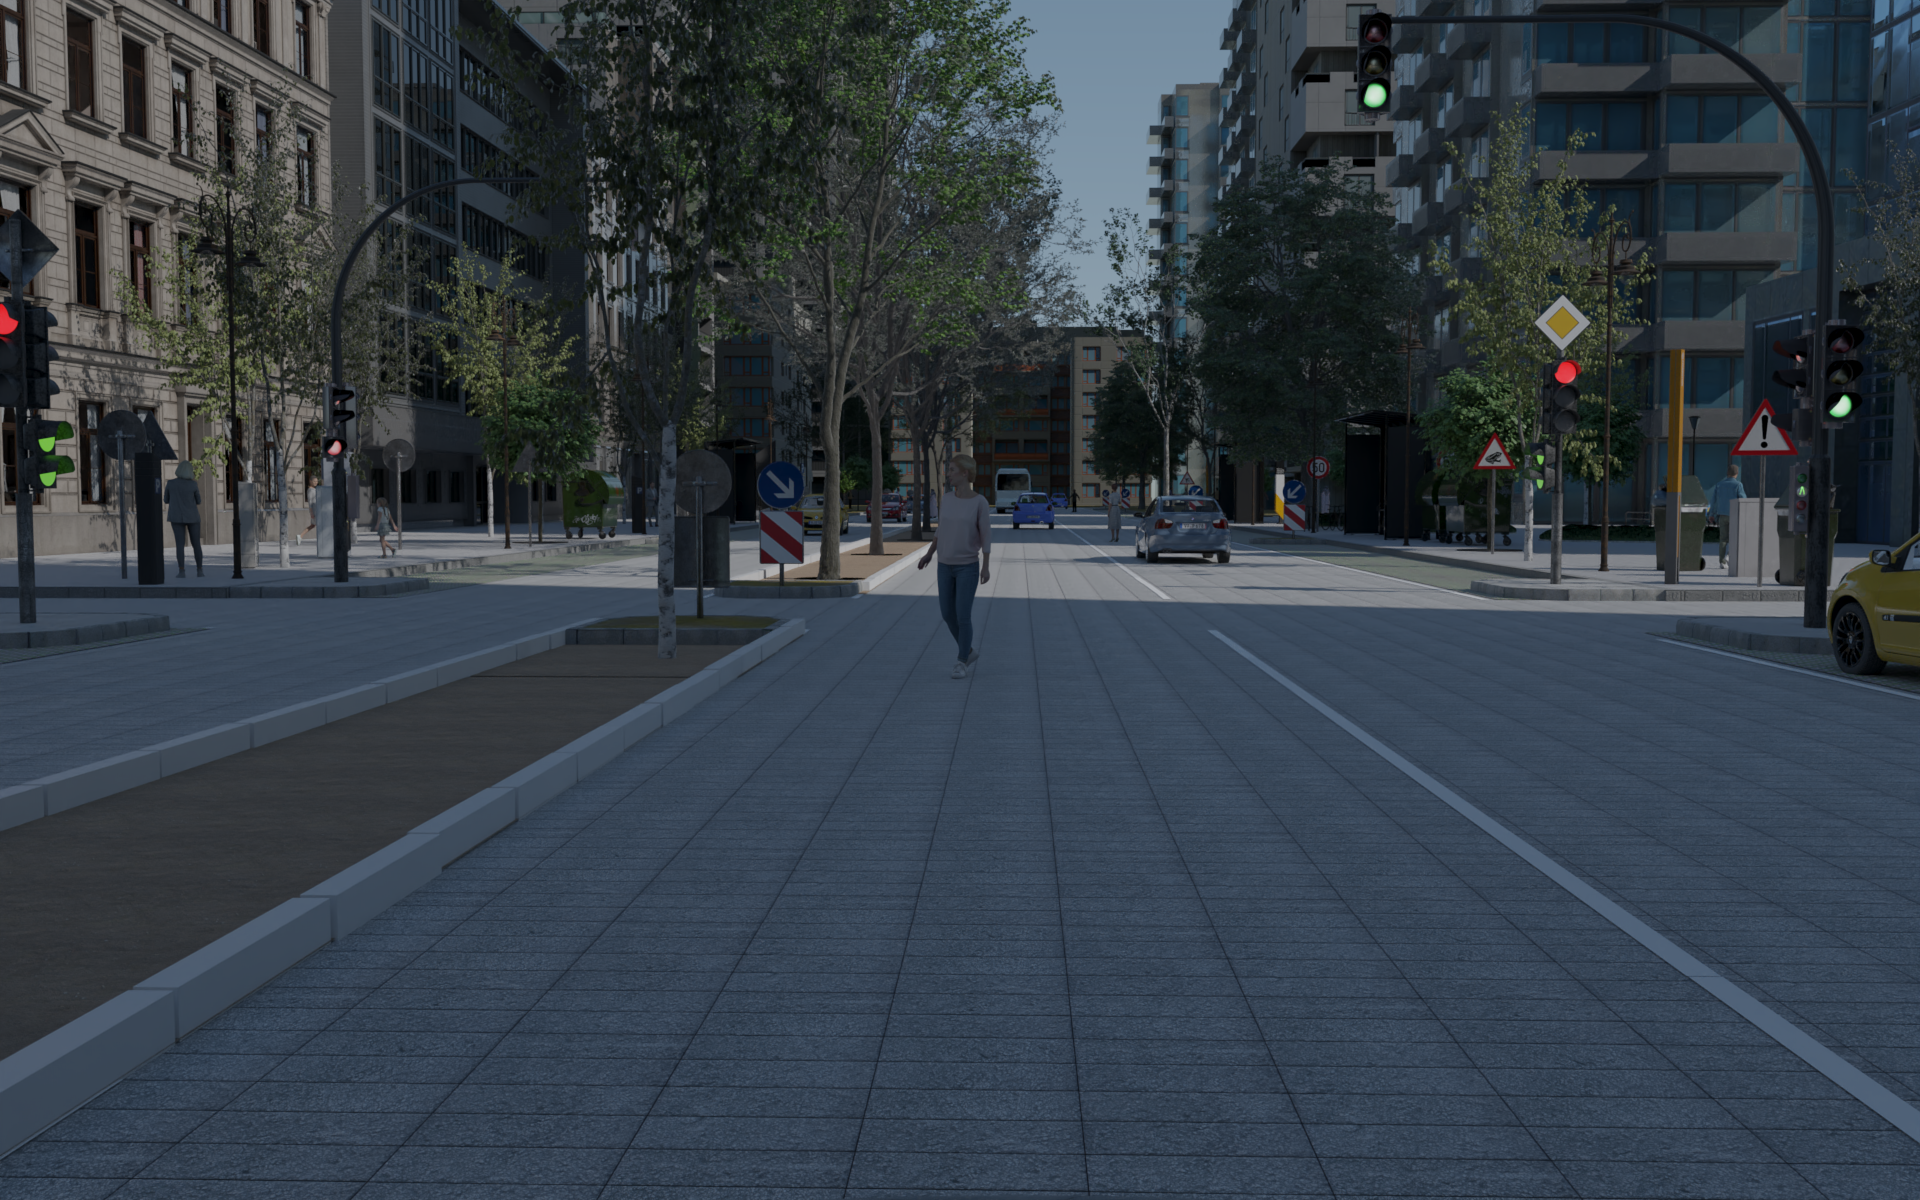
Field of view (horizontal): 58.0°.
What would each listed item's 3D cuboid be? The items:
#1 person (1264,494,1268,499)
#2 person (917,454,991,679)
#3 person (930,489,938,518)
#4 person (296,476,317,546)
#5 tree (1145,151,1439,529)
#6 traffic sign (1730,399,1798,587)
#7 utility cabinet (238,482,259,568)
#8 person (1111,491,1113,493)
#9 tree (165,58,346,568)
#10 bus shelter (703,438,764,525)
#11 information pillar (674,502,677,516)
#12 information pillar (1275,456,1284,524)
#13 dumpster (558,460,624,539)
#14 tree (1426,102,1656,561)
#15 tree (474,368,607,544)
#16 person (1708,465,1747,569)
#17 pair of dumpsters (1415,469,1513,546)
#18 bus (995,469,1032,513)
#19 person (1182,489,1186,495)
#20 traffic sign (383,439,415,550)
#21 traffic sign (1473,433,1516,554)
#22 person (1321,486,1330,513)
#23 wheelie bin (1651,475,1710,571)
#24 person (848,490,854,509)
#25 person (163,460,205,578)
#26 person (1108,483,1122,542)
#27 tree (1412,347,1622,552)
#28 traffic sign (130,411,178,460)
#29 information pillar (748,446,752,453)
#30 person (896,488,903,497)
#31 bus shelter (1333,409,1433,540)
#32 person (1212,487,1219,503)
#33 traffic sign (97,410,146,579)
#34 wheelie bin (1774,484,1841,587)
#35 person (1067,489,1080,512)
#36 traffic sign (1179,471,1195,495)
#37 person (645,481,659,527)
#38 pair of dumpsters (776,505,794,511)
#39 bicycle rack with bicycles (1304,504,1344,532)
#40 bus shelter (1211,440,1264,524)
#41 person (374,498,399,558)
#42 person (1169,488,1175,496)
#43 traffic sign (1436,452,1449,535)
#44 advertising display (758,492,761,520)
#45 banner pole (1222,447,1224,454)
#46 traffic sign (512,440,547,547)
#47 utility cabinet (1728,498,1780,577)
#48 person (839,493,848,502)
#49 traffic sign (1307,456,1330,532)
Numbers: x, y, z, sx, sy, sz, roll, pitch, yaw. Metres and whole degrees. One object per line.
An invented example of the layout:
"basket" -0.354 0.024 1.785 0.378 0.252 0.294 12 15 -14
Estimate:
"person" 17.729 -5.853 102.418 1.217 1.739 0.721 -1 4 -23
"person" -0.013 -0.274 13.645 0.731 1.740 0.598 2 4 25
"person" -1.608 -5.671 101.895 0.621 1.740 0.551 0 4 1
"person" -15.803 -2.169 42.255 0.760 1.731 0.466 -3 5 -39
"tree" 12.723 -9.594 63.516 9.857 13.997 8.962 0 3 0
"traffic sign" 10.998 -1.452 23.749 0.884 2.594 0.081 0 4 7
"utility cabinet" -12.452 -1.322 30.286 0.318 1.500 1.173 -1 4 -19
"person" 15.784 -10.463 180.297 0.721 1.735 1.217 1 4 12
"tree" -11.590 -4.863 29.880 4.360 8.622 3.978 0 3 0
"bus shelter" -9.822 -5.147 75.432 1.731 3.624 6.357 0 4 2
"information pillar" -11.653 -4.003 69.936 0.304 2.012 0.304 -3 4 -39
"information pillar" 13.633 -5.044 73.825 0.504 3.616 0.183 -2 4 -35
"dumpster" -10.594 -2.888 49.718 1.502 2.255 1.985 0 4 2
"tree" 10.847 -5.037 32.716 4.737 8.622 4.395 0 3 0
"tree" -10.951 -3.758 45.161 4.285 4.588 4.351 0 3 0
"person" 13.179 -1.426 29.696 0.444 1.785 0.601 -3 4 -39
"pair of dumpsters" 13.037 -2.583 44.724 1.574 2.255 4.437 0 4 2
"bus" 4.060 -8.362 131.579 2.948 3.499 13.247 0 4 2
"person" 17.973 -7.996 137.573 1.217 1.735 0.721 0 4 4
"traffic sign" -12.888 -2.427 39.788 0.768 2.556 0.104 0 4 5
"traffic sign" 11.343 -2.252 36.821 0.884 2.594 0.081 0 4 7
"person" 21.477 -5.810 101.698 0.551 1.740 0.621 -1 4 -9
"wheelie bin" 12.004 -1.288 28.972 0.980 1.594 0.693 -1 4 -14
"person" -9.271 -8.604 146.812 0.705 1.812 1.348 1 4 17
"person" -11.967 -1.251 26.686 0.537 1.800 0.526 -1 4 -13
"person" 4.591 -2.619 51.891 0.480 1.755 0.524 -2 4 -34
"tree" 11.960 -3.387 39.088 4.285 4.588 4.351 0 3 0
"traffic sign" -12.657 -1.658 27.107 0.884 2.594 0.081 0 4 7
"information pillar" -10.213 -5.680 84.222 0.183 3.616 0.504 -2 4 -32
"person" -4.064 -6.604 116.348 0.599 1.838 0.709 0 4 2
"bus shelter" 12.434 -3.663 51.168 1.731 3.624 6.357 0 4 2
"person" 20.480 -8.067 138.039 1.348 1.812 0.705 -1 4 -9
"traffic sign" -12.648 -1.592 26.143 0.768 2.556 0.104 0 4 5
"wheelie bin" 11.869 -1.001 24.274 0.693 1.594 0.980 0 4 -1
"person" 8.954 -7.777 135.798 1.348 1.807 0.705 -3 5 -41
"traffic sign" 12.726 -5.937 97.074 0.884 2.594 0.081 1 4 11
"person" -11.985 -3.764 67.784 0.583 1.804 0.606 3 4 36
"pair of dumpsters" -9.819 -5.570 93.563 1.574 2.255 4.437 0 4 2
"bicycle rack with bicycles" 12.752 -2.854 60.050 2.852 0.926 2.925 0 4 1
"bus shelter" 12.458 -5.289 77.765 1.731 3.624 6.357 0 4 2
"person" -11.468 -1.436 34.533 0.382 1.210 0.505 1 4 8
"person" 18.243 -8.765 149.214 0.599 1.838 0.709 -2 4 -30
"traffic sign" 13.499 -2.914 47.756 0.768 2.556 0.104 0 4 5
"advertising display" -9.757 -4.839 84.335 0.123 1.923 0.974 -1 4 -10
"banner pole" 12.419 -5.618 81.865 0.401 3.779 0.863 0 4 5
"traffic sign" -10.442 -2.570 42.028 0.884 2.594 0.081 0 4 3
"utility cabinet" 12.472 -0.959 26.841 1.020 1.237 0.306 0 4 -3
"person" -11.526 -9.942 168.726 1.348 1.807 0.705 -2 4 -31
"traffic sign" 12.049 -3.559 58.296 0.768 2.556 0.104 1 4 10
